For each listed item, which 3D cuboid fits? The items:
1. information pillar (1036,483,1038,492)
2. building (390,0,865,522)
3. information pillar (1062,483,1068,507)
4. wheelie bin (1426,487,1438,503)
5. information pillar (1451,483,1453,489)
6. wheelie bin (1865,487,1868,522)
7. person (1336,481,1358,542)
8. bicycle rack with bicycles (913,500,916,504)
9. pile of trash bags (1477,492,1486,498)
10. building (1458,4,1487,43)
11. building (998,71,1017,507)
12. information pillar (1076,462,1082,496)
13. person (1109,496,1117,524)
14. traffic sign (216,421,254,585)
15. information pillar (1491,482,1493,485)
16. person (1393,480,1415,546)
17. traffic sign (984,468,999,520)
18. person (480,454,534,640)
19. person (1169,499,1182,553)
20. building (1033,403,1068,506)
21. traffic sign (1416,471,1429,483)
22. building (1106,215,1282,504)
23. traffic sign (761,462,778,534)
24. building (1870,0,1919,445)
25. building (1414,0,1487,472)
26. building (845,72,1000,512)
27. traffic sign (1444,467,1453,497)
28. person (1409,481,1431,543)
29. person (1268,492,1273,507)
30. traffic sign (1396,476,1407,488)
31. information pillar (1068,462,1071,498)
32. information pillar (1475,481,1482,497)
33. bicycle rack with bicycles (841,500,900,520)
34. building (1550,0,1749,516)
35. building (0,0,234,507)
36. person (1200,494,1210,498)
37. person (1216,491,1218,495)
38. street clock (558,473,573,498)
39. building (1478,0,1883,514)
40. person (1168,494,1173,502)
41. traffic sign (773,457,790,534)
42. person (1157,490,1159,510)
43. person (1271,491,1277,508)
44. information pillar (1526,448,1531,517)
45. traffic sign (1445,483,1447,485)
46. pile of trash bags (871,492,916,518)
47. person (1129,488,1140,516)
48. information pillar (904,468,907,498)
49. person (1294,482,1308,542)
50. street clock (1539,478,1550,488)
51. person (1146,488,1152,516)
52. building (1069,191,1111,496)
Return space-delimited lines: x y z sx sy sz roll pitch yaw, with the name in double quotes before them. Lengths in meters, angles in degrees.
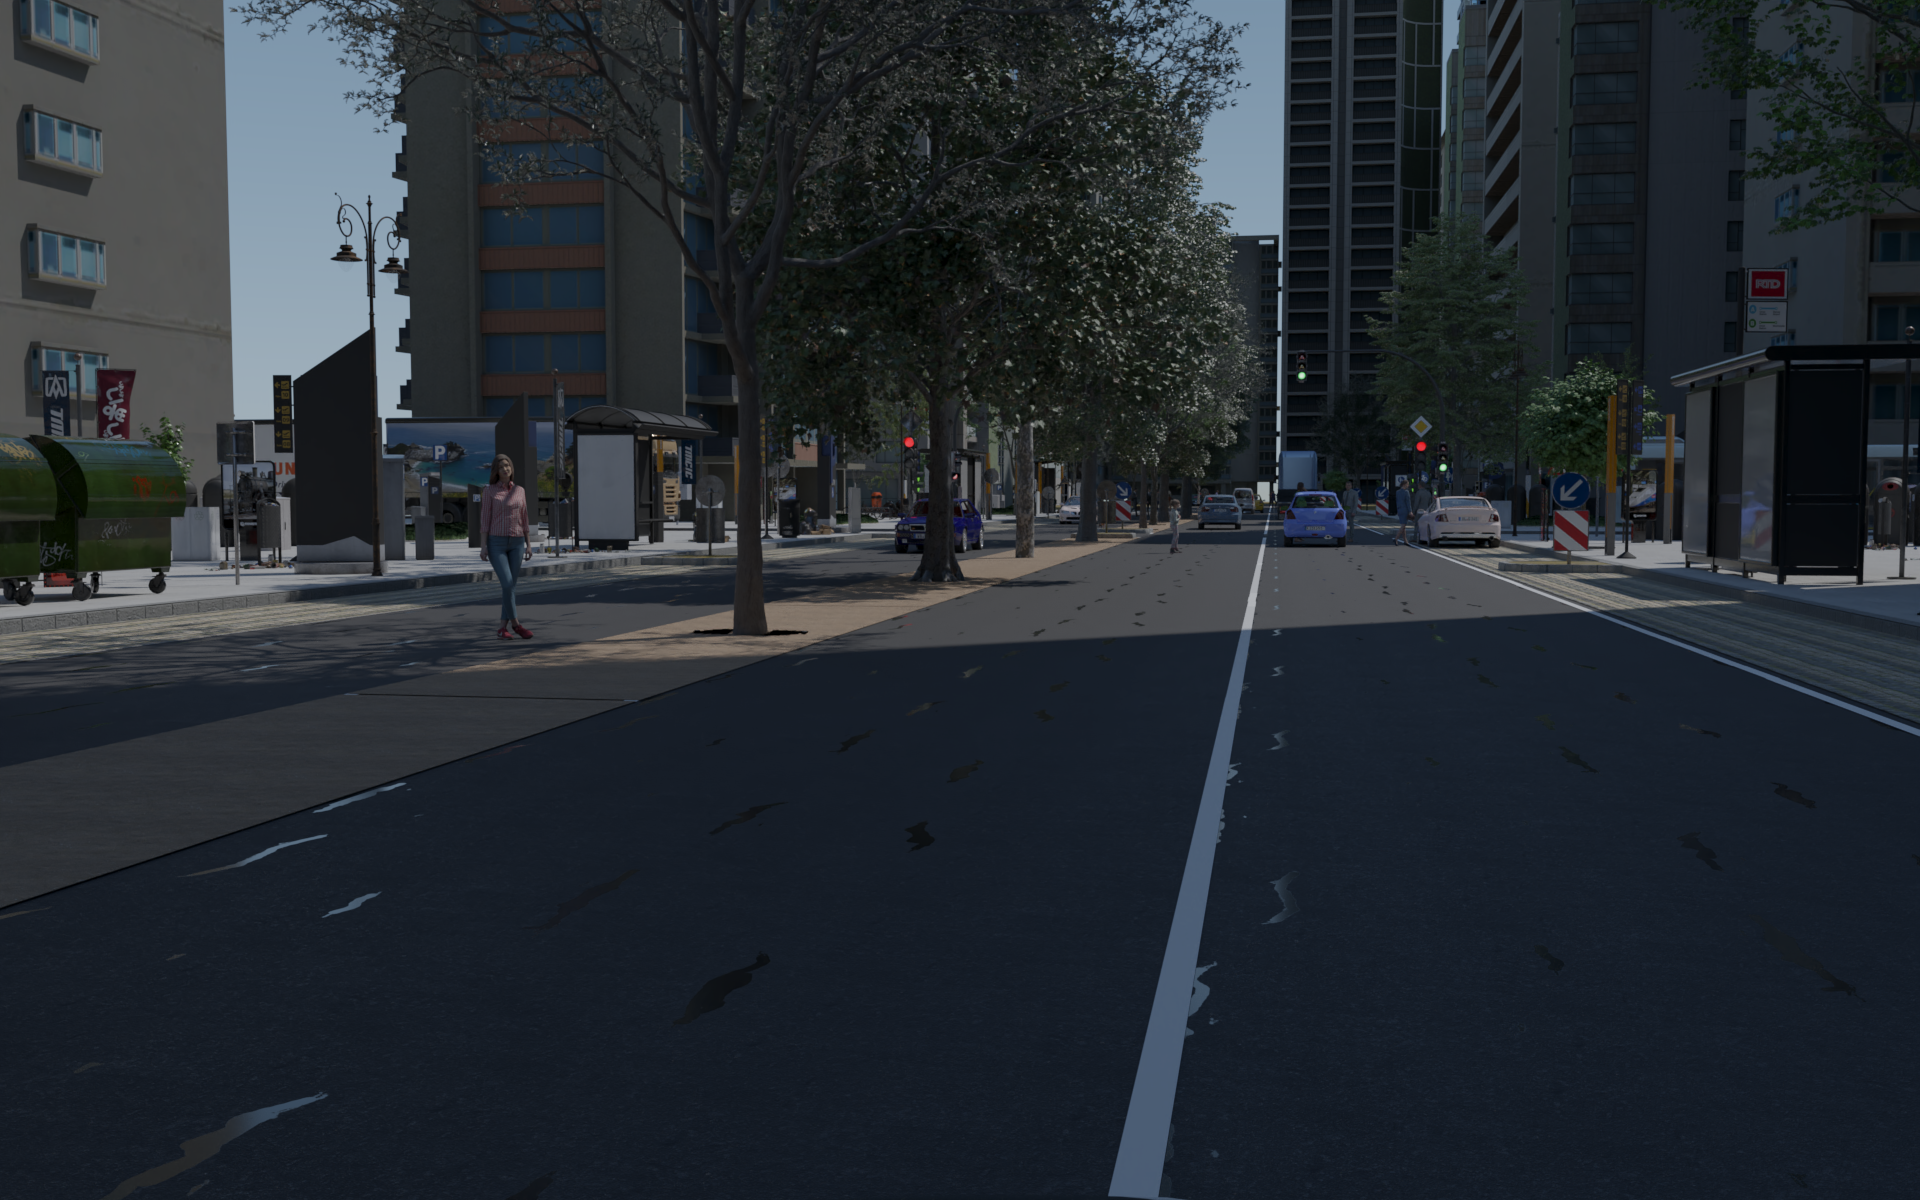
"information pillar" 4.908 -6.694 113.945 0.304 2.012 0.304 -3 4 -39
"building" -17.637 -26.830 93.296 22.147 44.769 28.867 1 4 10
"information pillar" 7.044 -6.835 116.243 0.304 2.012 0.304 -1 4 -21
"wheelie bin" 21.141 -4.274 77.784 0.693 1.594 0.980 2 4 27
"information pillar" 26.421 -5.385 92.537 0.304 2.012 0.304 -3 4 -36
"wheelie bin" 16.722 -1.527 32.876 0.693 1.594 0.980 -1 4 -22
"person" 11.588 -2.634 51.658 0.391 1.810 0.635 -3 5 -44
"bicycle rack with bicycles" -2.813 -5.288 99.849 2.852 0.926 2.925 -2 4 -26
"pile of trash bags" 22.388 -3.999 75.136 1.912 1.369 3.447 0 4 5
"building" 49.316 -28.396 147.865 14.154 41.232 14.086 1 4 10
"building" -5.466 -51.598 156.291 22.319 86.520 31.000 1 4 10
"information pillar" 8.589 -8.144 124.510 0.504 3.616 0.183 3 4 37
"person" 7.324 -4.558 83.202 0.511 1.800 0.466 3 5 42
"traffic sign" -10.202 -1.362 24.399 0.606 2.300 0.079 1 4 15
"information pillar" 31.331 -5.999 102.568 0.304 2.012 0.304 3 4 37
"person" 12.159 -2.392 47.640 0.654 1.822 0.581 -1 4 -13
"traffic sign" 1.540 -5.229 85.597 0.768 2.556 0.104 1 4 15
"person" -4.482 -0.522 17.042 0.388 1.821 0.555 3 5 39
"person" 5.240 -1.791 42.056 0.394 1.301 0.425 -1 4 -17
"building" -1.079 -37.073 195.375 27.495 52.752 28.713 1 4 10
"traffic sign" 25.495 -5.847 95.709 0.768 2.556 0.104 1 4 14
"building" 33.149 -33.814 244.733 23.993 40.220 32.217 1 4 10
"traffic sign" -5.912 -3.219 52.736 0.768 2.556 0.104 1 4 17
"building" 46.222 -27.557 74.262 21.600 48.544 21.300 1 4 10
"building" 61.098 -53.177 182.118 22.319 86.520 31.000 1 4 10
"building" -5.092 -27.025 125.449 14.154 41.232 14.086 1 4 10
"traffic sign" 23.435 -5.061 82.860 0.768 2.556 0.104 1 4 13
"person" 13.526 -2.578 50.759 0.694 1.812 0.767 -2 4 -33
"person" 34.406 -11.104 191.526 0.593 1.643 0.415 0 4 4
"traffic sign" 23.884 -5.606 93.782 0.606 2.300 0.079 1 4 14
"information pillar" 7.890 -8.176 125.027 0.183 3.616 0.504 1 4 18
"information pillar" 29.710 -5.791 99.168 0.304 2.012 0.304 -2 4 -28
"bicycle rack with bicycles" -4.522 -4.494 86.866 2.925 0.926 2.852 0 4 1
"building" 39.386 -19.721 94.140 14.160 30.474 14.107 1 4 10
"building" -34.565 -25.672 43.441 21.600 48.544 21.300 1 4 10
"person" 23.308 -9.498 163.891 1.348 1.812 0.705 1 4 13
"person" 30.015 -11.808 201.430 0.599 1.838 0.709 1 4 8
"street clock" -13.465 -3.340 59.185 0.471 2.002 0.358 0 4 8
"building" 48.845 -30.414 120.977 21.300 48.544 21.600 1 4 10
"person" 19.339 -9.072 160.089 1.065 1.426 0.557 -1 4 -11
"traffic sign" -5.775 -3.358 55.015 0.768 2.556 0.104 1 4 15
"person" 17.893 -8.973 155.745 0.750 1.759 0.617 -2 4 -24
"person" 31.400 -10.014 172.678 0.683 1.767 0.568 -2 4 -28
"information pillar" 25.082 -5.203 76.431 0.183 3.616 0.504 0 4 1
"traffic sign" 27.428 -6.013 98.421 0.768 2.556 0.104 1 4 11
"pile of trash bags" -3.496 -5.112 93.326 1.912 1.369 3.447 3 5 41
"person" 11.123 -6.247 110.597 0.822 1.834 0.622 1 4 13
"information pillar" -3.261 -6.845 103.272 0.183 3.616 0.504 0 4 7
"person" 10.232 -2.654 52.143 0.529 1.795 0.600 -3 4 -37
"street clock" 26.573 -4.541 78.819 0.358 2.002 0.471 -2 4 -24
"person" 12.379 -6.394 112.814 0.659 1.850 0.755 0 4 -6
"building" 9.585 -37.833 242.276 21.600 48.544 21.300 1 4 10
